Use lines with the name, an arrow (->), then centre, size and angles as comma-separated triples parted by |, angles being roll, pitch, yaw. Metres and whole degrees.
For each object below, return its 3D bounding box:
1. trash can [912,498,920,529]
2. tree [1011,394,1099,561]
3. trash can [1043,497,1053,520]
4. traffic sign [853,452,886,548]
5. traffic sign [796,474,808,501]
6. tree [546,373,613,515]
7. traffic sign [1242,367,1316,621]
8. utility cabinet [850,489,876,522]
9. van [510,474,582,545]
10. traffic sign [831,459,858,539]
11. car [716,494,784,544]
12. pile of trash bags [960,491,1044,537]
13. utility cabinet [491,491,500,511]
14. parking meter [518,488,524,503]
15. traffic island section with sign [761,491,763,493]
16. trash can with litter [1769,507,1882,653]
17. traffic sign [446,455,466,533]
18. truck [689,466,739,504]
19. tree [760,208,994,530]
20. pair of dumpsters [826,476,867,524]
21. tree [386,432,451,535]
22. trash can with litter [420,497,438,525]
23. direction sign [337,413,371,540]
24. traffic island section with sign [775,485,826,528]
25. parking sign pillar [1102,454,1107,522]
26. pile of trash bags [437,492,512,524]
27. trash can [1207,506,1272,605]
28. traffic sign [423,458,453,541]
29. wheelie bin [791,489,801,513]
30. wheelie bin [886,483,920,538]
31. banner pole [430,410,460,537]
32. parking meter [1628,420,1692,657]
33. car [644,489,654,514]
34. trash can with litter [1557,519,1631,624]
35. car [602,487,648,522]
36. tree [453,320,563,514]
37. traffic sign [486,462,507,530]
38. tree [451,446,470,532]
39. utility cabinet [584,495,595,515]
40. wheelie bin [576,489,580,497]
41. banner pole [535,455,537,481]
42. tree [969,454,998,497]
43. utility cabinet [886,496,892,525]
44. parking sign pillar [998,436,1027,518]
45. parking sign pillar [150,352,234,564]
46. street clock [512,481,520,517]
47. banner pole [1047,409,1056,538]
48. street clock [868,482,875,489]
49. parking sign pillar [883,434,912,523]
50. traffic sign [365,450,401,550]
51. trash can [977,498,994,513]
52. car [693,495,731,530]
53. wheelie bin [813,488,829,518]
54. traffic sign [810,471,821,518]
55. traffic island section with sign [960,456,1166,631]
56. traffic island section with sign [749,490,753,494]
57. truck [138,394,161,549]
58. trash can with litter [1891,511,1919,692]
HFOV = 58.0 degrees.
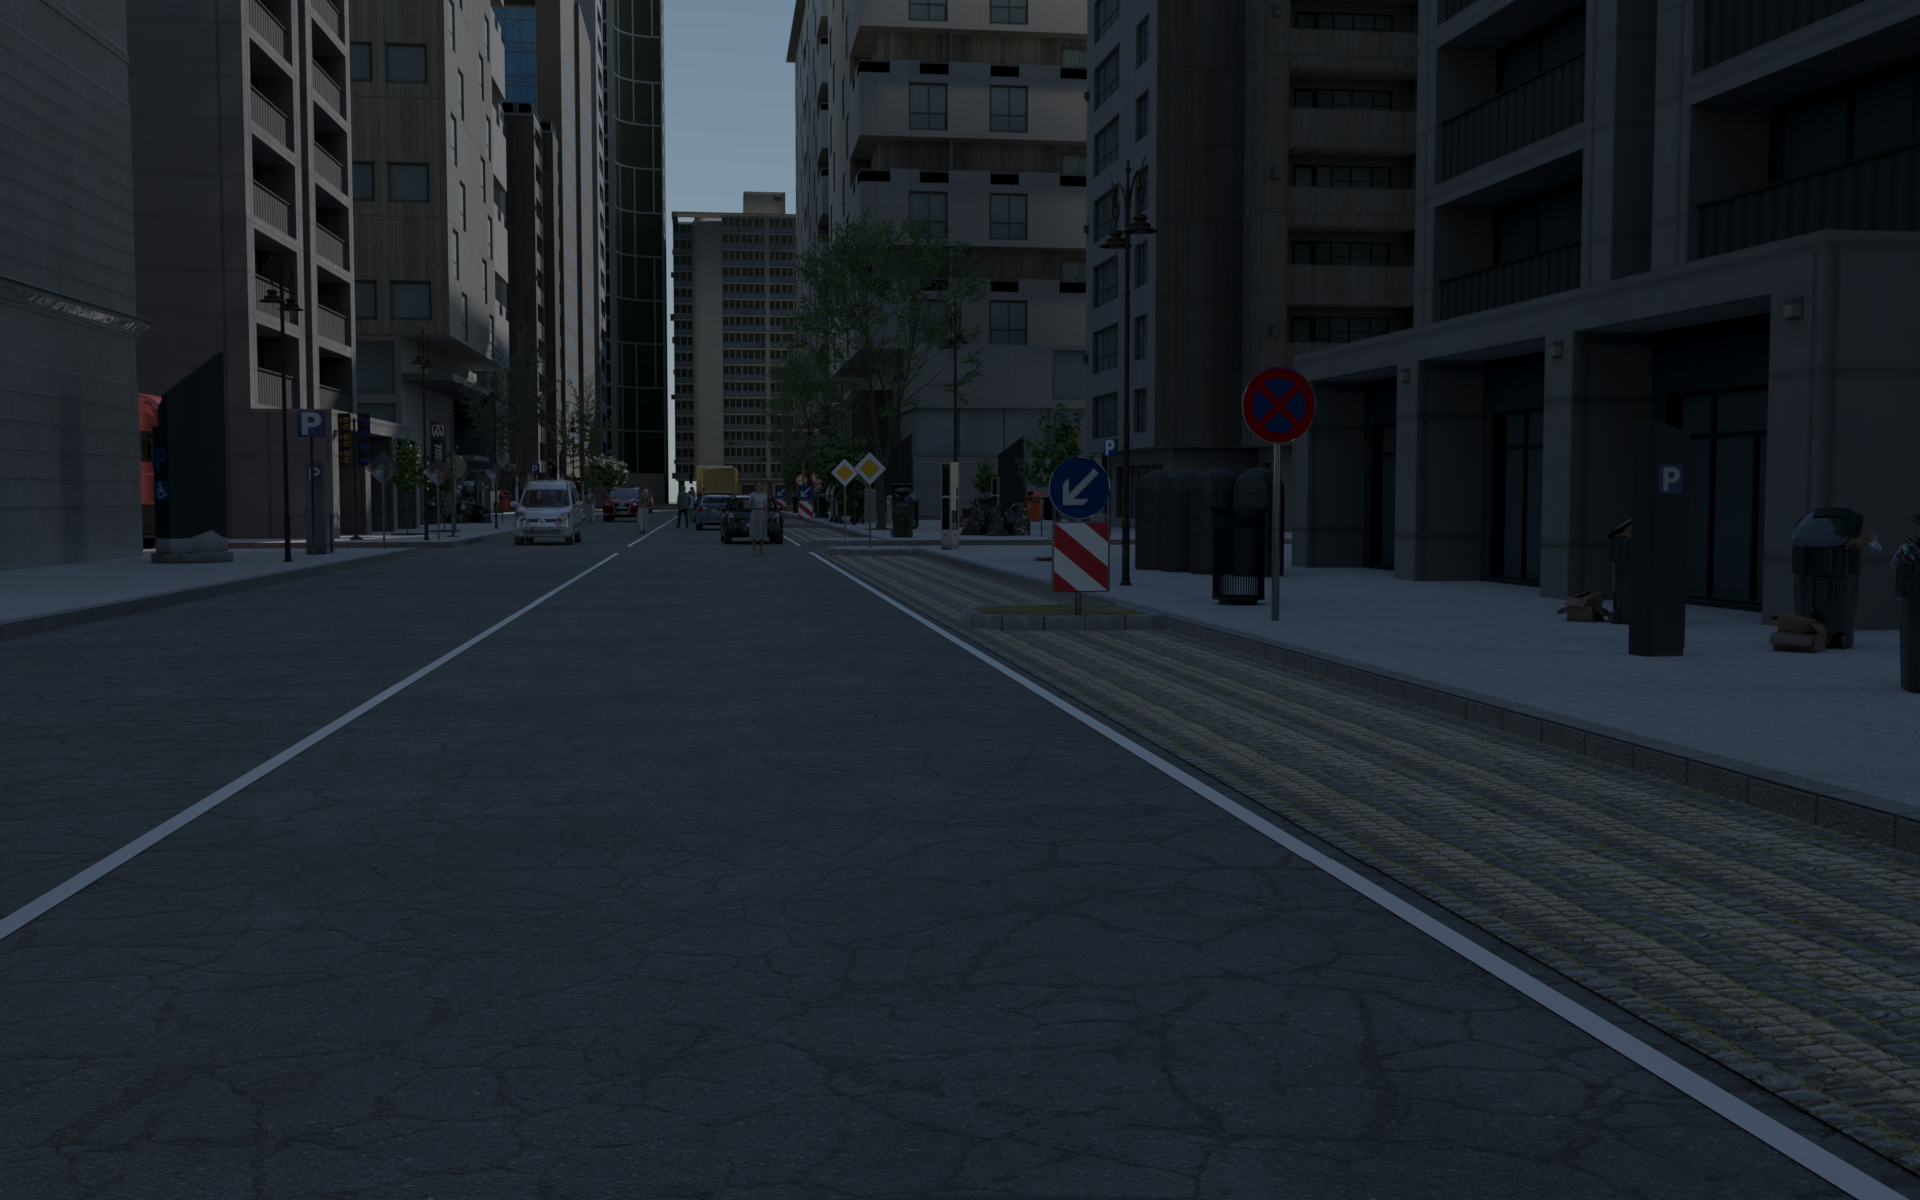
trash can -> -1.816, -3.161, 63.338 | 0.748, 1.137, 0.748 | 0, 3, 0
tree -> 2.036, -2.377, 33.468 | 1.663, 3.219, 1.824 | 0, 3, 0
trash can -> 4.362, -4.459, 84.565 | 0.748, 1.137, 0.748 | 0, 3, 0
traffic sign -> -2.152, -2.304, 41.318 | 0.795, 2.450, 0.064 | 0, 4, -8
traffic sign -> -9.998, -6.686, 109.429 | 0.768, 2.556, 0.104 | 0, 4, -5
tree -> -23.155, -9.511, 105.874 | 4.737, 8.622, 4.395 | 0, 3, 0
traffic sign -> 3.197, -1.063, 17.485 | 0.768, 2.556, 0.104 | 0, 4, -7
utility cabinet -> -4.429, -4.302, 79.014 | 1.173, 1.500, 0.318 | -1, 4, -15
van -> -11.889, -2.632, 50.051 | 2.013, 2.044, 4.112 | 0, 4, -8
traffic sign -> -3.274, -2.788, 49.224 | 0.795, 2.450, 0.064 | 0, 4, -8
car -> -6.156, -2.520, 50.989 | 2.009, 1.686, 4.222 | -1, 4, -10
pile of trash bags -> 1.501, -2.659, 53.225 | 1.912, 1.369, 3.447 | -2, 4, -33
utility cabinet -> -31.572, -6.636, 117.178 | 1.173, 1.500, 0.318 | 3, 4, 37
parking meter -> -18.764, -4.022, 74.173 | 0.372, 1.533, 0.369 | 0, 3, 0
traffic island section with sign -> -10.601, -5.655, 101.079 | 1.989, 1.847, 2.006 | 0, 4, -8
trash can with litter -> 7.116, -0.177, 14.282 | 0.624, 1.170, 1.055 | 3, 5, 43
traffic sign -> -16.505, -3.453, 56.560 | 0.768, 2.556, 0.104 | 0, 4, -4
truck -> -16.659, -7.479, 118.199 | 3.469, 3.379, 9.791 | -1, 4, -10
tree -> -2.734, -8.327, 61.902 | 9.928, 11.665, 9.643 | 0, 3, 0
pair of dumpsters -> -4.982, -4.515, 76.318 | 1.574, 2.255, 4.437 | -1, 4, -8
tree -> -17.156, -3.641, 54.128 | 1.663, 3.219, 1.824 | 0, 3, 0
trash can with litter -> -22.422, -3.748, 72.674 | 1.055, 1.170, 0.624 | 1, 4, 11
direction sign -> -16.949, -3.458, 48.535 | 0.876, 3.537, 0.379 | -1, 4, -8
traffic island section with sign -> -6.746, -3.990, 73.871 | 1.989, 1.847, 2.006 | 0, 4, -8
parking sign pillar -> 6.575, -5.129, 72.334 | 1.447, 3.967, 1.447 | 2, 4, 35
pile of trash bags -> -21.428, -4.097, 76.742 | 3.447, 1.369, 1.912 | -3, 5, -44
trash can -> 3.239, -0.519, 20.132 | 0.748, 1.137, 0.748 | 0, 3, 0
traffic sign -> -14.360, -2.693, 47.678 | 0.795, 2.450, 0.064 | 0, 4, -8
wheelie bin -> -10.920, -6.618, 116.108 | 0.693, 1.594, 0.980 | 1, 4, 17
wheelie bin -> -1.671, -2.636, 51.013 | 0.980, 1.594, 0.693 | 0, 4, -5
banner pole -> -15.477, -3.789, 51.961 | 0.863, 3.779, 0.401 | 0, 4, 1
parking meter -> 5.560, -0.492, 13.753 | 0.399, 1.863, 0.255 | -1, 4, -16
car -> -23.940, -7.361, 129.020 | 2.281, 1.827, 5.304 | -1, 4, -9
trash can with litter -> 6.485, -0.357, 17.217 | 1.055, 1.170, 0.624 | 3, 5, 41
car -> -17.518, -5.022, 90.782 | 2.281, 1.827, 5.304 | 0, 4, -6
tree -> -18.826, -7.464, 72.401 | 4.360, 8.622, 3.978 | 0, 3, 0
traffic sign -> -16.683, -3.742, 62.370 | 0.795, 2.450, 0.064 | 0, 4, -3
tree -> -17.437, -3.934, 58.918 | 1.663, 3.219, 1.824 | 0, 3, 0
utility cabinet -> -23.116, -5.926, 108.055 | 0.306, 1.237, 1.020 | 1, 4, 14
wheelie bin -> -25.350, -6.454, 113.426 | 0.980, 1.594, 0.693 | 0, 4, -5
banner pole -> -27.311, -7.445, 111.736 | 0.401, 3.779, 0.863 | -1, 4, -18
tree -> 1.155, -5.474, 84.104 | 1.663, 3.219, 1.824 | 0, 3, 0
utility cabinet -> -2.939, -3.805, 73.368 | 0.306, 1.237, 1.020 | 0, 4, -5
parking sign pillar -> 2.437, -5.631, 80.531 | 1.447, 3.967, 1.447 | 2, 4, 26
parking sign pillar -> -14.454, -2.693, 32.511 | 1.447, 3.967, 1.447 | 2, 4, 26
street clock -> -24.049, -5.465, 93.917 | 0.358, 2.002, 0.471 | -3, 5, -42
banner pole -> 2.865, -3.672, 50.051 | 0.401, 3.779, 0.863 | -2, 4, -34
street clock -> -4.329, -4.895, 84.608 | 0.358, 2.002, 0.471 | 1, 4, 11
parking sign pillar -> -2.827, -5.434, 77.316 | 1.447, 3.967, 1.447 | -1, 4, -18
traffic sign -> -13.239, -2.210, 39.772 | 0.795, 2.450, 0.064 | 0, 4, -8
trash can -> 1.056, -3.669, 71.646 | 0.748, 1.137, 0.748 | 0, 3, 0
car -> -9.807, -3.552, 70.083 | 2.014, 1.417, 4.499 | 0, 4, -8
wheelie bin -> -7.390, -5.167, 92.388 | 0.693, 1.594, 0.980 | -3, 5, -42
traffic sign -> -7.515, -5.593, 91.559 | 0.768, 2.556, 0.104 | 0, 4, -3
traffic island section with sign -> 1.048, -0.633, 18.973 | 1.989, 1.847, 2.006 | 0, 4, -8
traffic island section with sign -> -21.366, -10.300, 177.034 | 1.989, 1.847, 2.006 | 0, 4, -8
truck -> -23.587, -3.200, 41.232 | 11.283, 4.237, 2.839 | -1, 4, -8
trash can with litter -> 6.586, 0.016, 11.132 | 1.055, 1.170, 0.624 | 2, 4, 25
